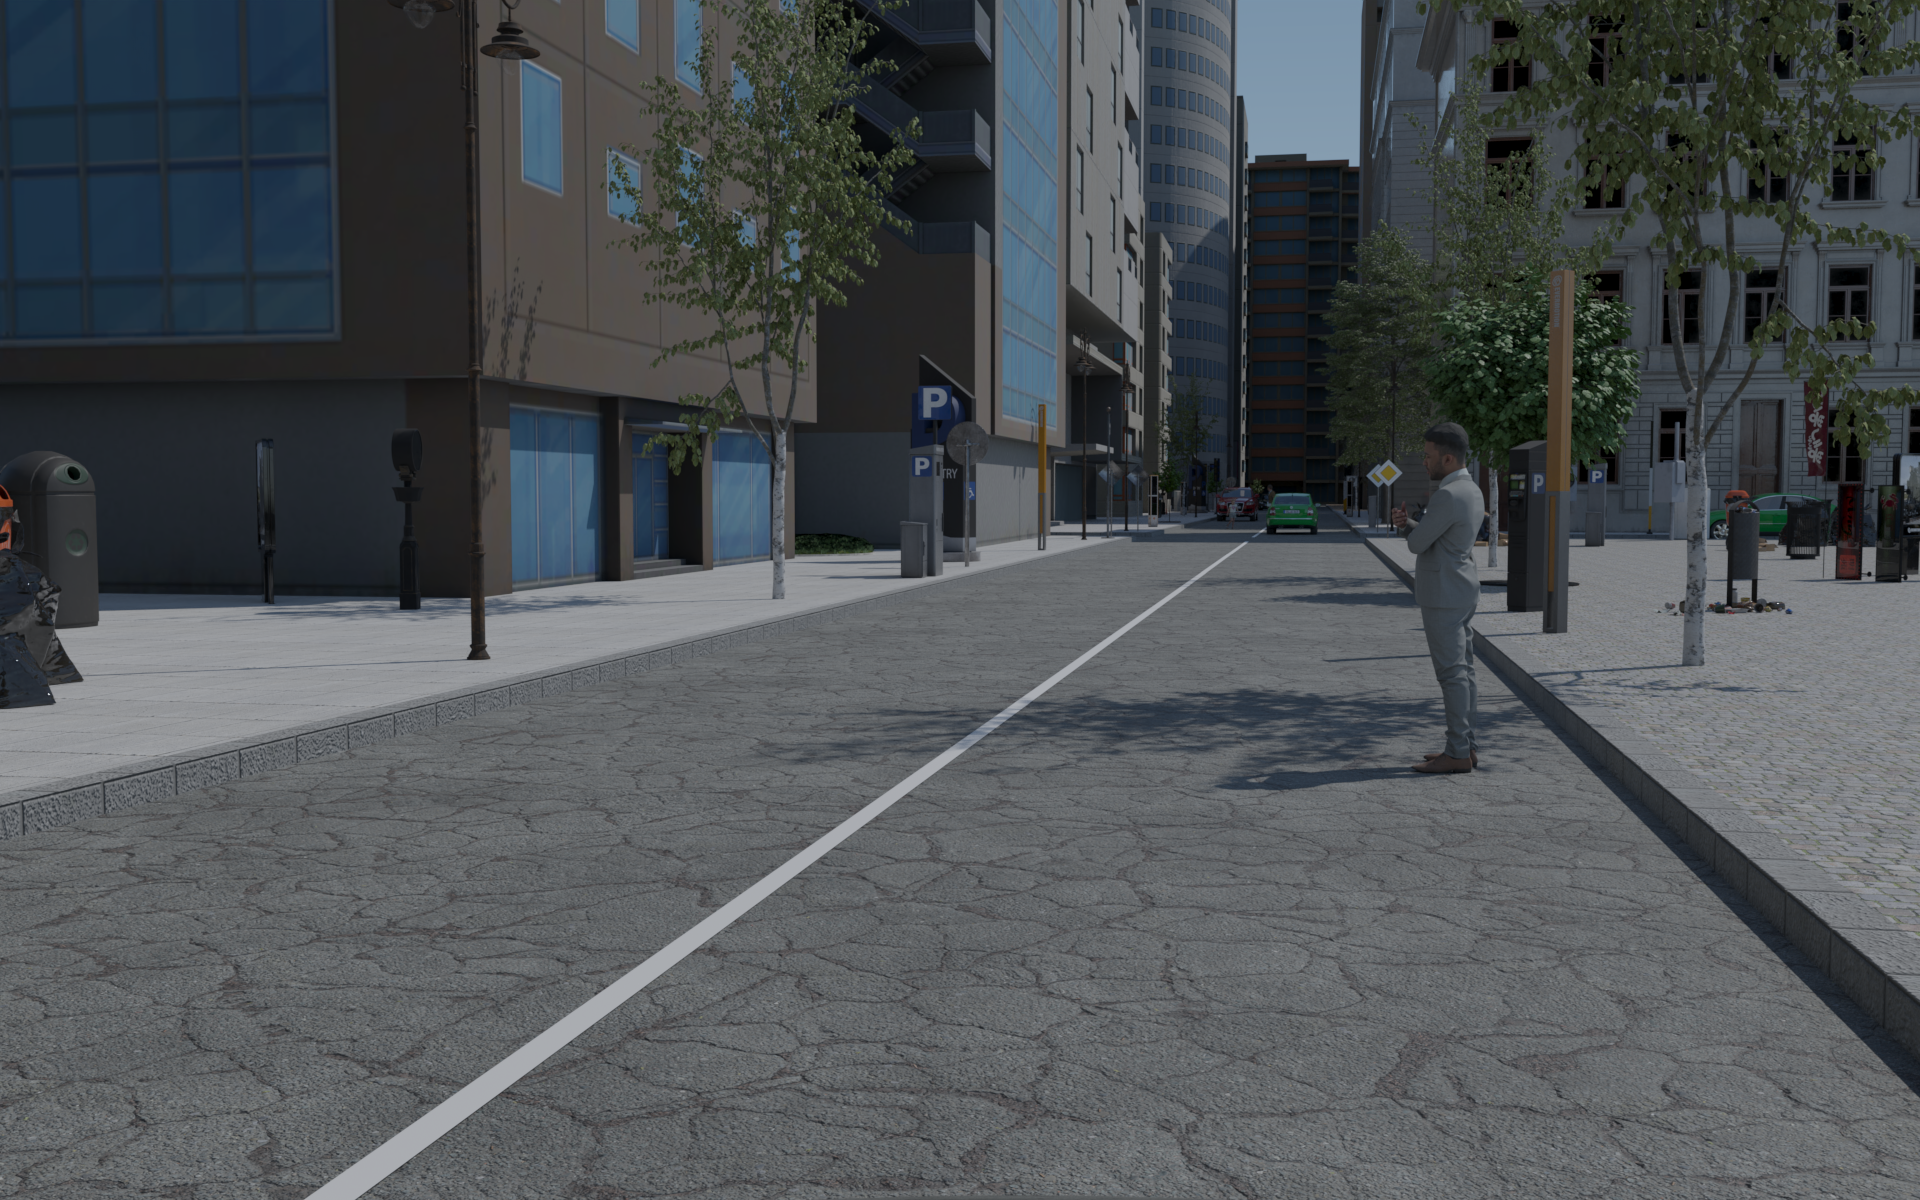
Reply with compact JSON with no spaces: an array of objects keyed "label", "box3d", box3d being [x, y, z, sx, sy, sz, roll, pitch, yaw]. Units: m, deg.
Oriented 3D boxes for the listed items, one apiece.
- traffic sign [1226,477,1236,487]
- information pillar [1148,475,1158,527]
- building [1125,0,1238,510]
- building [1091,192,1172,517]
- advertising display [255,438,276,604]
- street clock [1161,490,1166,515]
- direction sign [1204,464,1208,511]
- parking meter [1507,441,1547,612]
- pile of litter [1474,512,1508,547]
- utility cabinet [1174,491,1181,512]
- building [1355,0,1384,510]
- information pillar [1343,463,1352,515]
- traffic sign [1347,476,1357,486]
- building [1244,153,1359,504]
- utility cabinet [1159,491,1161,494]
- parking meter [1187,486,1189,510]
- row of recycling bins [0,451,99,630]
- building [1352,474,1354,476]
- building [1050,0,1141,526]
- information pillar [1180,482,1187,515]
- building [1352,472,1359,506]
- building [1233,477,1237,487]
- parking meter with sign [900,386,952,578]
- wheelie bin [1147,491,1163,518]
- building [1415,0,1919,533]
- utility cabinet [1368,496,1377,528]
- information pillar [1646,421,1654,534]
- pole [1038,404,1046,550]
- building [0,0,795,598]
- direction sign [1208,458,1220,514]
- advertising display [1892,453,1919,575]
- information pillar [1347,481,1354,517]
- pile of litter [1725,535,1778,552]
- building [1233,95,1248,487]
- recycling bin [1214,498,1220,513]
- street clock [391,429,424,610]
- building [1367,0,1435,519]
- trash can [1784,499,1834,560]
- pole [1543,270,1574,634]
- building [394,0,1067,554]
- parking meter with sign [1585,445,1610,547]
[{"label":"traffic sign","box3d":[20.005,-7.820,127.969,0.768,2.556,0.104,1,4,14]},{"label":"information pillar","box3d":[7.517,-3.849,67.416,0.304,2.012,0.304,-1,4,-14]},{"label":"building","box3d":[12.404,-37.089,148.407,21.231,58.520,28.212,1,4,11]},{"label":"building","box3d":[-1.382,-16.320,111.867,27.650,21.520,28.899,1,4,11]},{"label":"advertising display","box3d":[-8.220,-0.936,20.513,0.123,1.923,0.974,-2,4,-27]},{"label":"street clock","box3d":[12.568,-6.277,107.197,0.358,2.002,0.471,-1,4,-19]},{"label":"direction sign","box3d":[18.419,-8.352,128.556,0.876,3.537,0.379,0,4,0]},{"label":"parking meter","box3d":[6.184,-0.806,18.892,0.399,1.863,0.255,-2,4,-35]},{"label":"pile of litter","box3d":[13.195,-1.767,42.856,1.719,0.858,1.176,-1,4,-15]},{"label":"utility cabinet","box3d":[15.660,-6.989,122.951,0.318,1.500,1.173,3,5,43]},{"label":"building","box3d":[40.687,-30.296,145.443,14.600,45.320,14.200,1,4,11]},{"label":"information pillar","box3d":[24.265,-7.165,108.505,0.504,3.616,0.183,1,4,9]},{"label":"traffic sign","box3d":[22.159,-5.860,97.934,0.606,2.300,0.079,1,4,19]},{"label":"building","box3d":[40.981,-34.956,226.149,28.867,44.769,22.147,1,4,11]},{"label":"utility cabinet","box3d":[15.132,-7.641,133.602,1.173,1.500,0.318,-1,4,-18]},{"label":"parking meter","box3d":[16.572,-7.411,126.888,0.255,1.863,0.399,2,4,28]},{"label":"row of recycling bins","box3d":[-9.774,-0.527,15.726,1.069,1.692,3.534,3,5,43]},{"label":"building","box3d":[50.250,-33.426,166.129,23.786,49.044,30.456,1,4,11]},{"label":"building","box3d":[-6.655,-29.717,75.115,28.713,52.752,27.495,1,4,11]},{"label":"information pillar","box3d":[13.948,-6.328,107.953,0.304,2.012,0.304,3,4,38]},{"label":"building","box3d":[53.646,-46.026,190.771,20.563,71.187,20.611,1,4,11]},{"label":"building","box3d":[11.714,-29.599,175.818,32.217,40.220,23.993,1,4,11]},{"label":"parking meter with sign","box3d":[-0.554,-1.889,27.150,0.543,3.016,1.738,1,4,11]},{"label":"wheelie bin","box3d":[10.453,-5.206,93.019,0.693,1.594,0.980,2,4,25]},{"label":"building","box3d":[27.126,-13.743,60.855,21.152,22.565,11.583,1,4,11]},{"label":"utility cabinet","box3d":[15.912,-3.407,66.862,0.306,1.237,1.020,1,4,13]},{"label":"information pillar","box3d":[22.114,-3.919,55.429,0.183,3.616,0.504,1,4,22]},{"label":"pole","box3d":[1.867,-2.784,39.366,0.158,3.312,0.155,0,3,0]},{"label":"building","box3d":[-11.039,-23.099,27.784,14.600,45.320,14.200,1,4,11]},{"label":"direction sign","box3d":[16.192,-7.170,109.230,0.379,3.537,0.876,2,4,31]},{"label":"advertising display","box3d":[15.106,-1.363,27.502,0.974,1.923,0.123,-2,4,-33]},{"label":"information pillar","box3d":[21.689,-5.615,96.302,0.304,2.012,0.304,2,4,24]},{"label":"pile of litter","box3d":[17.941,-1.546,39.235,1.719,0.858,1.176,-3,5,-44]},{"label":"building","box3d":[21.674,-35.116,197.855,21.600,48.544,21.300,1,4,11]},{"label":"recycling bin","box3d":[17.722,-6.428,117.653,0.722,1.027,0.722,2,4,28]},{"label":"street clock","box3d":[-6.114,-0.895,19.203,0.358,2.002,0.471,0,4,-3]},{"label":"building","box3d":[28.601,-19.436,95.275,11.434,29.767,29.804,1,4,11]},{"label":"trash can","box3d":[16.618,-1.374,34.117,0.748,1.137,0.748,0,3,0]},{"label":"pole","box3d":[5.506,-1.351,15.928,0.158,3.312,0.155,0,3,0]},{"label":"building","box3d":[-5.100,-24.253,46.645,14.200,45.320,14.600,1,4,11]},{"label":"parking meter with sign","box3d":[15.743,-2.850,42.864,0.543,3.016,1.738,1,4,22]}]
